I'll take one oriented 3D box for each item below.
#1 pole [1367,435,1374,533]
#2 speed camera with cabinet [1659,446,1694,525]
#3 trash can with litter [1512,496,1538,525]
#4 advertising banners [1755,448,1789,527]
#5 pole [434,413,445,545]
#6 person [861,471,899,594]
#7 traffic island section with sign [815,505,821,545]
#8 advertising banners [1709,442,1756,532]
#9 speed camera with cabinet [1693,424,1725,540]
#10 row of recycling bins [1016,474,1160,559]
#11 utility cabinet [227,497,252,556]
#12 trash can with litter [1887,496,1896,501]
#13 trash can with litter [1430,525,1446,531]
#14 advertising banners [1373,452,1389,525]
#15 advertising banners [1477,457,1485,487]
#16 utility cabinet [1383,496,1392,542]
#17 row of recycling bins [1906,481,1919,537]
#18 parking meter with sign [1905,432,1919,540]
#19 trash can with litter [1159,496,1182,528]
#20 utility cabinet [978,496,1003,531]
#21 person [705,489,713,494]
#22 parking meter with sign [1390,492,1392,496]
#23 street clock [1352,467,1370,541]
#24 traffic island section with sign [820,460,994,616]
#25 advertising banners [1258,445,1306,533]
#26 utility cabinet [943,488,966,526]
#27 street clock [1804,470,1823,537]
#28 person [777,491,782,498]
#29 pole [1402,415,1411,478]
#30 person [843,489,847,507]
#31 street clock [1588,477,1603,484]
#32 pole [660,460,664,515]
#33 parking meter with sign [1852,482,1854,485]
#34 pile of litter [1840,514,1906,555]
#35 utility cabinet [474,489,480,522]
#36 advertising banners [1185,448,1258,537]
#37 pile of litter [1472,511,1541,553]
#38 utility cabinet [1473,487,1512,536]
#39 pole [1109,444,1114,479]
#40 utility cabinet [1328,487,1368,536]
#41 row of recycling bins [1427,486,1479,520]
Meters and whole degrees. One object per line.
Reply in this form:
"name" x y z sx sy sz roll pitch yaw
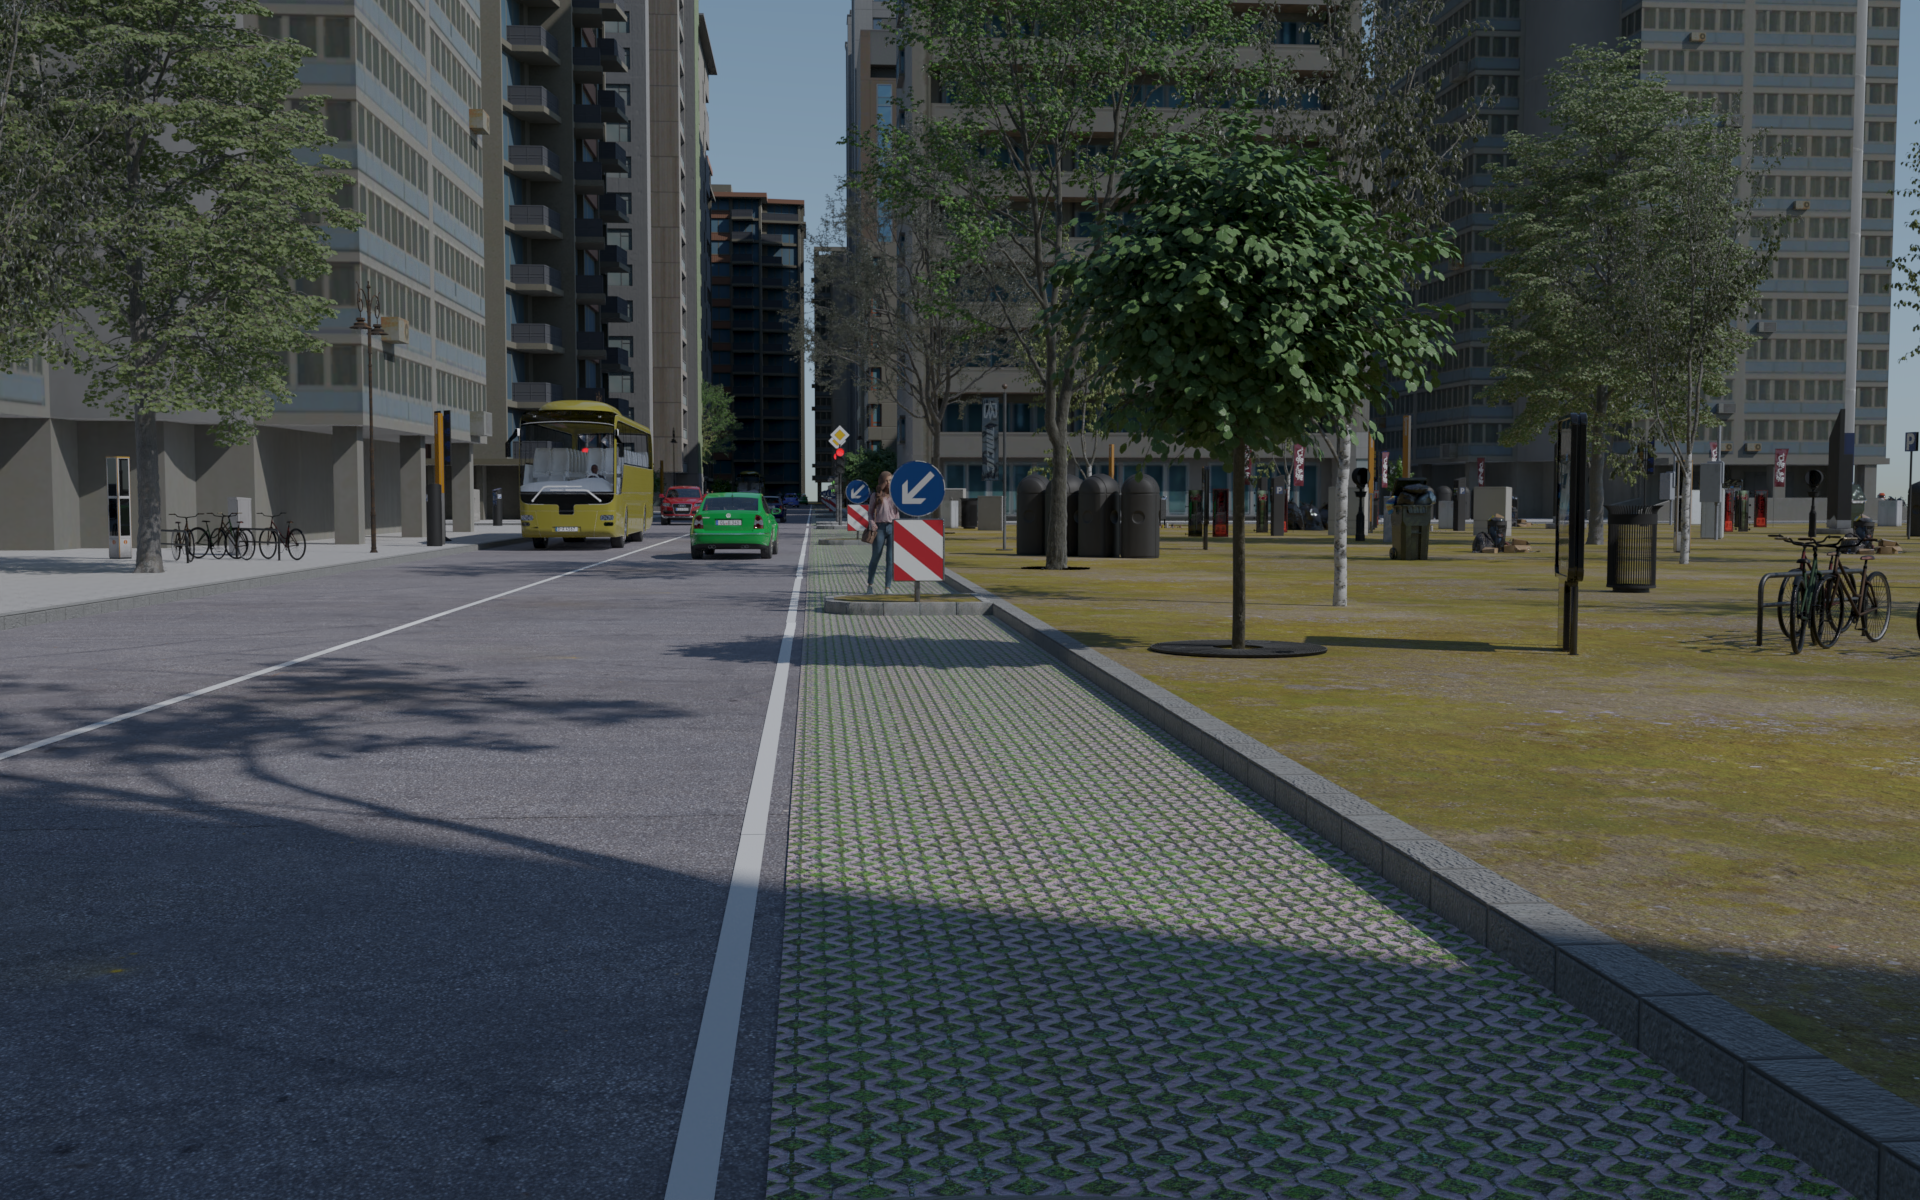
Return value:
"pole" 13.416 -3.838 56.601 0.158 3.312 0.155 0 3 0
"speed camera with cabinet" 30.047 -4.754 72.065 2.038 3.252 0.660 -2 4 -27
"trash can with litter" 23.019 -3.770 72.699 1.678 1.210 2.233 -2 4 -26
"advertising banners" 30.729 -4.300 66.488 2.074 3.025 0.090 0 4 2
"pole" -13.140 -3.051 43.720 0.158 3.312 0.155 0 3 0
"person" -1.113 -0.947 24.569 0.593 1.750 0.643 -1 4 -10
"traffic island section with sign" -3.018 -2.471 49.024 1.989 1.847 2.006 0 4 -5
"advertising banners" 25.965 -3.807 58.431 2.074 3.025 0.090 -2 4 -27
"speed camera with cabinet" 21.401 -3.361 49.281 0.660 3.252 2.038 2 4 27
"row of recycling bins" 2.579 -1.742 35.591 3.534 1.692 1.069 3 5 41
"utility cabinet" -15.131 -1.544 36.410 0.306 1.237 1.020 -2 4 -33
"trash can with litter" 60.695 -6.173 112.316 1.055 1.170 0.624 1 4 18
"trash can with litter" 15.696 -3.007 60.221 1.678 1.210 2.233 -2 4 -27
"advertising banners" 17.064 -4.590 71.236 2.074 3.025 0.090 -3 5 -43
"advertising banners" 25.300 -5.269 82.341 0.090 3.025 2.074 -2 4 -26
"utility cabinet" 11.770 -2.130 45.992 1.020 1.237 0.306 1 4 14
"row of recycling bins" 30.402 -2.765 52.317 3.534 1.692 1.069 0 4 -7
"parking meter with sign" 27.523 -3.205 48.658 1.738 3.016 0.543 0 4 0
"trash can with litter" 7.924 -3.347 65.780 1.678 1.210 2.233 2 4 27
"utility cabinet" 1.125 -3.043 60.918 1.020 1.237 0.306 2 4 34
"person" -23.805 -9.619 164.122 0.742 1.727 0.445 -3 4 -36
"parking meter with sign" 35.615 -8.968 142.885 0.543 3.016 1.738 3 5 44
"street clock" 10.915 -2.607 47.188 0.471 2.002 0.358 -2 4 -26
"traffic island section with sign" -0.670 -0.769 21.200 1.989 1.847 2.006 0 4 -5
"advertising banners" 10.661 -3.753 57.554 2.074 3.025 0.090 -2 4 -24
"utility cabinet" -0.361 -3.660 68.516 1.173 1.500 0.318 2 4 23
"street clock" 25.368 -2.870 51.498 0.471 2.002 0.358 3 4 38
"person" -23.897 -13.527 229.656 1.348 1.826 0.705 2 4 29
"pole" 11.606 -3.132 45.050 0.158 3.312 0.155 0 3 0
"person" -10.920 -9.761 165.732 0.705 1.812 1.348 -2 4 -26
"street clock" 21.974 -3.387 59.950 0.358 2.002 0.471 -2 4 -24
"pole" -18.014 -6.779 104.679 0.158 3.312 0.155 0 3 0
"parking meter with sign" 57.637 -7.081 112.040 1.738 3.016 0.543 0 4 -6
"pile of litter" 19.669 -1.421 37.206 1.719 0.858 1.176 -1 4 -16
"utility cabinet" -22.243 -4.287 78.768 0.318 1.500 1.173 1 4 12
"advertising banners" 7.742 -3.389 51.596 2.074 3.025 0.090 1 4 21
"pile of litter" 11.995 -1.472 38.038 1.719 0.858 1.176 -1 4 -9
"utility cabinet" 16.143 -2.679 52.483 0.318 1.500 1.173 -2 4 -35
"pole" 6.209 -4.723 71.072 0.158 3.312 0.155 0 3 0
"utility cabinet" 11.905 -2.717 53.101 1.173 1.500 0.318 3 4 36
"row of recycling bins" 24.615 -4.852 86.441 3.534 1.692 1.069 0 4 3
